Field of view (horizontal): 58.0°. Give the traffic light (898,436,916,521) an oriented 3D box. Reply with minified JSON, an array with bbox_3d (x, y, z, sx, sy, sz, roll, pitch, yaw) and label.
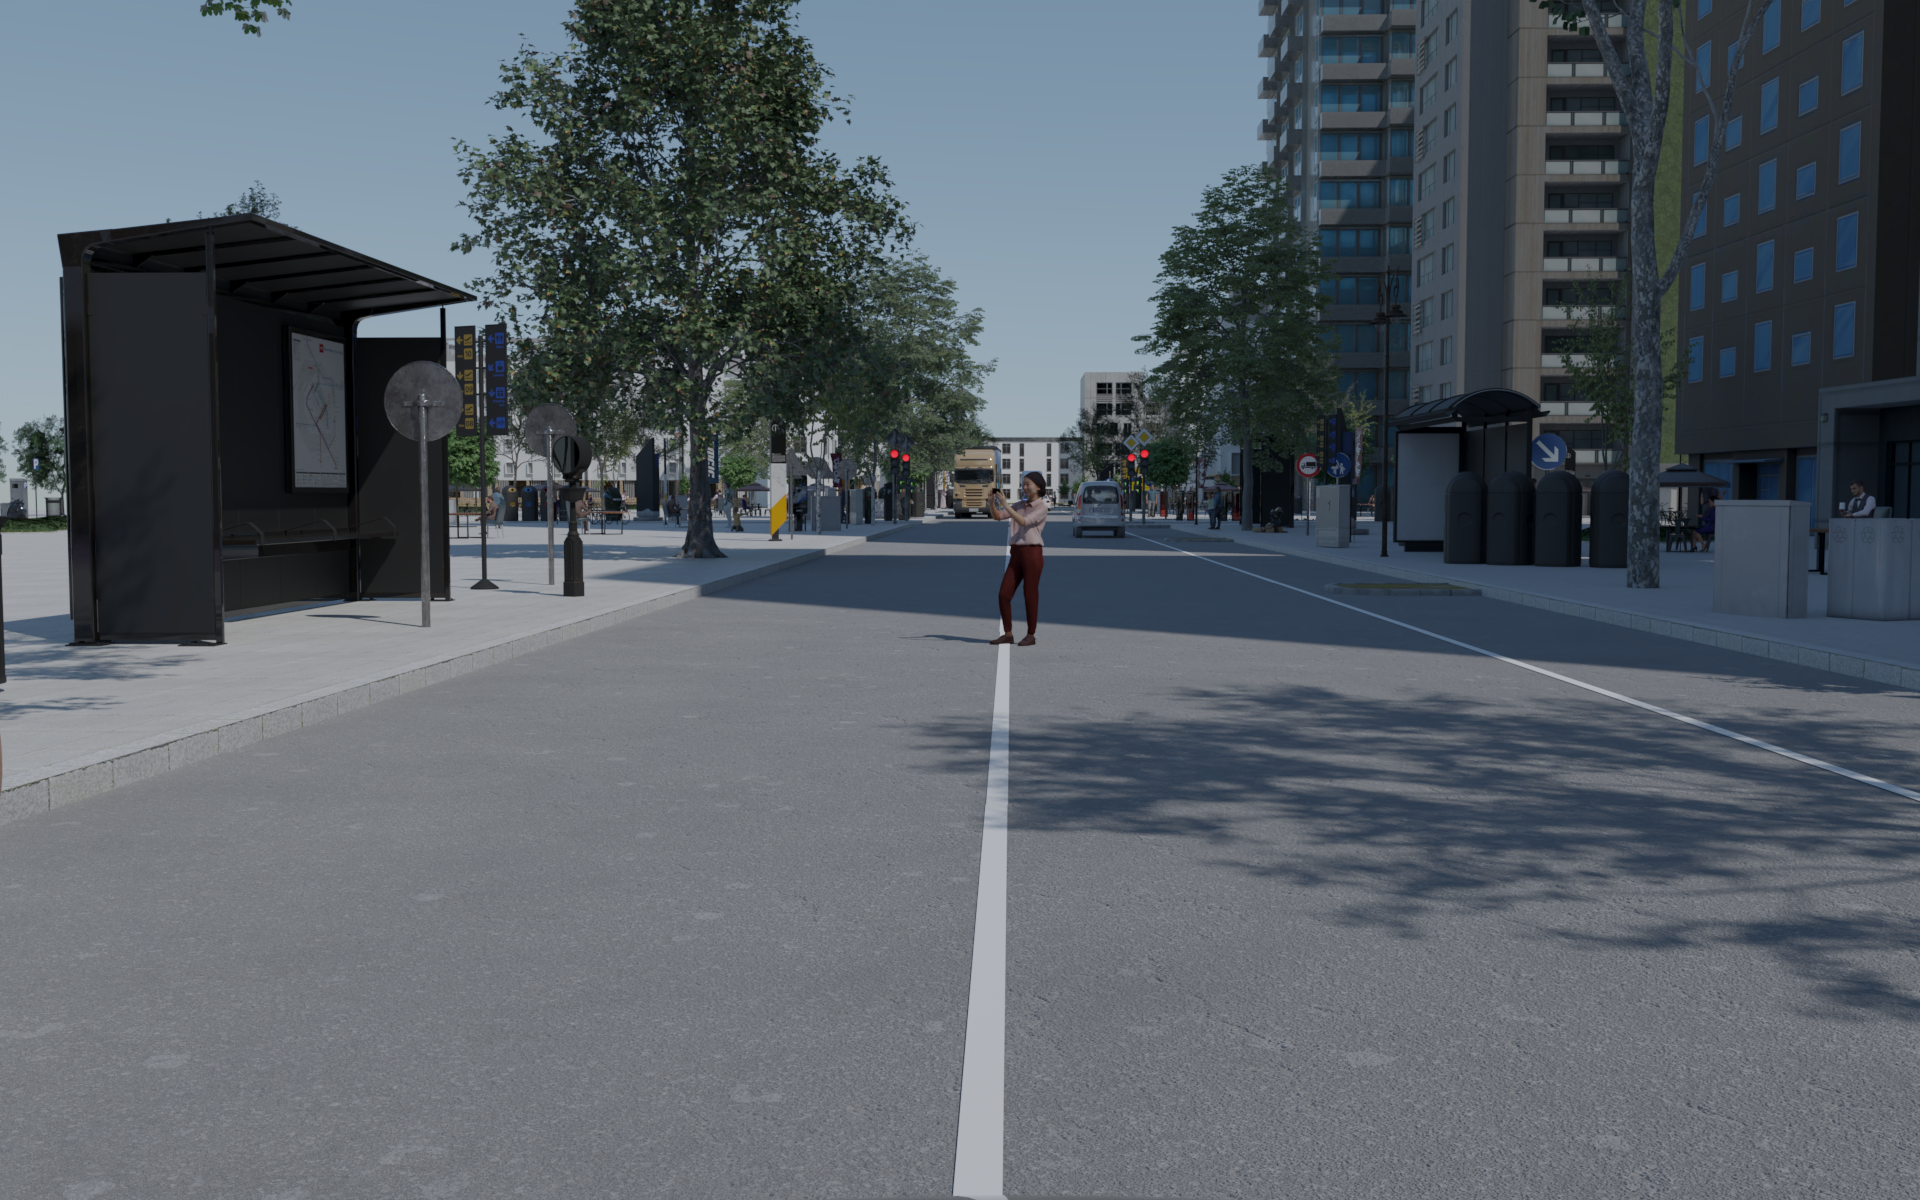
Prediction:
[{"bbox_3d":[-2.516,-5.678,81.759,0.839,4.253,0.868,0,4,2],"label":"traffic light"}]

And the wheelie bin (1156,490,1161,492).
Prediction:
[{"bbox_3d":[14.942,-7.513,130.740,0.980,1.594,0.693,0,4,-1],"label":"wheelie bin"}]

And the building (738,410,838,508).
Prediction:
[{"bbox_3d":[-16.515,-14.053,171.912,9.099,9.664,28.070,0,4,2],"label":"building"}]

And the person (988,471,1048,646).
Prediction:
[{"bbox_3d":[0.544,-0.390,16.344,0.566,1.644,0.517,0,4,0],"label":"person"}]

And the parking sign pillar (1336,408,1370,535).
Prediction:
[{"bbox_3d":[12.214,-4.049,54.672,1.447,3.967,1.447,2,4,24],"label":"parking sign pillar"}]

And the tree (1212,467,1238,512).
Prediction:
[{"bbox_3d":[18.799,-7.800,122.131,1.663,3.219,1.824,0,3,0],"label":"tree"}]

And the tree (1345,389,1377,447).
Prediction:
[{"bbox_3d":[27.490,-10.478,121.674,4.737,8.622,4.395,0,3,0],"label":"tree"}]

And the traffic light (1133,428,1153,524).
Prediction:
[{"bbox_3d":[7.785,-5.172,73.482,0.839,4.253,0.868,0,4,2],"label":"traffic light"}]

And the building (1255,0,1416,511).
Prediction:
[{"bbox_3d":[36.201,-31.824,139.933,23.786,49.044,30.456,0,4,2],"label":"building"}]

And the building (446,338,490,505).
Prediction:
[{"bbox_3d":[-61.783,-21.991,215.965,11.380,20.091,16.016,0,4,2],"label":"building"}]

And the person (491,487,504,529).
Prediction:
[{"bbox_3d":[-17.036,-3.395,63.769,0.429,1.552,0.499,-3,5,-39],"label":"person"}]

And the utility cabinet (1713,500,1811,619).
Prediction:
[{"bbox_3d":[8.460,-0.436,18.295,0.306,1.237,1.020,-1,4,-21],"label":"utility cabinet"}]

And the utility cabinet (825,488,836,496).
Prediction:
[{"bbox_3d":[-5.084,-3.626,67.967,0.318,1.500,1.173,-1,4,-11],"label":"utility cabinet"}]

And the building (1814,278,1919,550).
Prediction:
[{"bbox_3d":[29.807,-36.047,27.629,20.563,71.187,20.611,0,4,2],"label":"building"}]

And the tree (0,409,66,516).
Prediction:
[{"bbox_3d":[-56.794,-8.133,95.882,11.467,7.101,20.602,0,4,6],"label":"tree"}]

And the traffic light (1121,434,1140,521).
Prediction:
[{"bbox_3d":[8.021,-5.660,81.464,0.839,4.253,0.868,0,4,2],"label":"traffic light"}]

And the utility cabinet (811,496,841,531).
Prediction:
[{"bbox_3d":[-4.691,-3.020,60.542,1.020,1.237,0.306,-1,4,-13],"label":"utility cabinet"}]

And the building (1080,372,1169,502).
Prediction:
[{"bbox_3d":[34.064,-24.016,259.118,31.486,18.905,16.747,0,4,2],"label":"building"}]

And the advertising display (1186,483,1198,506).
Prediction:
[{"bbox_3d":[13.069,-5.653,97.643,0.123,1.923,0.974,-2,4,-30],"label":"advertising display"}]

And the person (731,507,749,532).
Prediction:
[{"bbox_3d":[-7.533,-2.759,59.071,0.347,0.859,0.695,2,4,29],"label":"person"}]

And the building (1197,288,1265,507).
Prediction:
[{"bbox_3d":[31.438,-18.827,164.245,16.016,20.091,11.380,0,4,2],"label":"building"}]

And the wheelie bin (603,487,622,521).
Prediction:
[{"bbox_3d":[-16.584,-4.567,82.582,0.693,1.594,0.980,3,5,39],"label":"wheelie bin"}]

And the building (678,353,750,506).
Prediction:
[{"bbox_3d":[-27.438,-21.938,215.103,11.380,20.091,16.016,0,4,2],"label":"building"}]

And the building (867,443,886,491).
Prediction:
[{"bbox_3d":[-24.228,-19.286,257.466,28.070,9.664,9.099,0,4,2],"label":"building"}]

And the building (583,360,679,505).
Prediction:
[{"bbox_3d":[-39.032,-21.953,215.350,11.380,20.091,16.016,0,4,2],"label":"building"}]

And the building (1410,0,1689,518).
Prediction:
[{"bbox_3d":[33.879,-25.279,96.906,14.086,41.232,14.154,0,4,2],"label":"building"}]

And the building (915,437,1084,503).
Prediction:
[{"bbox_3d":[4.182,-19.216,256.325,28.070,9.664,9.099,0,4,2],"label":"building"}]

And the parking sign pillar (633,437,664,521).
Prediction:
[{"bbox_3d":[-14.912,-5.764,82.712,1.447,3.967,1.447,3,5,42],"label":"parking sign pillar"}]

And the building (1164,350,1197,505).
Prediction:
[{"bbox_3d":[32.869,-21.270,204.181,16.016,20.091,11.380,0,4,2],"label":"building"}]

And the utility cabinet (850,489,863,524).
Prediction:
[{"bbox_3d":[-4.363,-3.919,72.748,0.318,1.500,1.173,-1,4,-16],"label":"utility cabinet"}]

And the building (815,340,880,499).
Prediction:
[{"bbox_3d":[-15.884,-21.905,214.573,11.380,20.091,16.016,0,4,2],"label":"building"}]

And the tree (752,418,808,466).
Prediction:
[{"bbox_3d":[-11.808,-9.912,112.418,4.360,8.622,3.978,0,3,0],"label":"tree"}]

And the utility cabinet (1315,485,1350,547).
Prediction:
[{"bbox_3d":[8.929,-2.011,41.555,0.318,1.500,1.173,-1,4,-15],"label":"utility cabinet"}]

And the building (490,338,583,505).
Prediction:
[{"bbox_3d":[-50.399,-21.989,215.944,11.380,20.091,16.016,0,4,2],"label":"building"}]

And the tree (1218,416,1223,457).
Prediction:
[{"bbox_3d":[21.151,-12.281,151.156,4.360,8.622,3.978,0,3,0],"label":"tree"}]

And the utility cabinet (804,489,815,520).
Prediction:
[{"bbox_3d":[-7.419,-4.539,82.896,0.318,1.500,1.173,2,4,34],"label":"utility cabinet"}]

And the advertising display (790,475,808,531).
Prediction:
[{"bbox_3d":[-5.584,-3.338,59.797,0.123,1.923,0.974,2,4,29],"label":"advertising display"}]

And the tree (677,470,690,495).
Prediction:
[{"bbox_3d":[-22.118,-8.854,139.369,1.663,3.219,1.824,0,3,0],"label":"tree"}]

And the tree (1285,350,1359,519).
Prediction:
[{"bbox_3d":[18.286,-8.512,89.541,4.360,8.622,3.978,0,3,0],"label":"tree"}]

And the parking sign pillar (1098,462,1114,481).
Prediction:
[{"bbox_3d":[12.336,-9.661,146.421,1.447,3.967,1.447,-1,4,-21],"label":"parking sign pillar"}]

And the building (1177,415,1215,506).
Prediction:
[{"bbox_3d":[28.904,-14.813,184.336,9.099,9.664,28.070,0,4,2],"label":"building"}]

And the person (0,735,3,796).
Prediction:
[{"bbox_3d":[-1.567,0.392,2.226,0.598,1.807,0.434,-3,4,-37],"label":"person"}]

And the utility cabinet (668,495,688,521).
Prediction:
[{"bbox_3d":[-13.442,-4.363,82.503,0.306,1.237,1.020,3,4,36],"label":"utility cabinet"}]

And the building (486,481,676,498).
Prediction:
[{"bbox_3d":[-54.667,-25.828,266.264,32.646,21.610,27.936,0,4,2],"label":"building"}]

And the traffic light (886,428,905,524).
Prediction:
[{"bbox_3d":[-2.752,-5.190,73.777,0.839,4.253,0.868,0,4,2],"label":"traffic light"}]

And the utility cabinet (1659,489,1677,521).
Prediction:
[{"bbox_3d":[33.190,-4.432,81.138,0.318,1.500,1.173,0,4,-2],"label":"utility cabinet"}]

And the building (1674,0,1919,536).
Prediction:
[{"bbox_3d":[32.352,-24.685,53.712,14.600,45.320,14.200,0,4,2],"label":"building"}]

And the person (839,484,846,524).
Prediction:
[{"bbox_3d":[-5.078,-4.151,74.838,0.530,1.710,0.541,1,4,12],"label":"person"}]
